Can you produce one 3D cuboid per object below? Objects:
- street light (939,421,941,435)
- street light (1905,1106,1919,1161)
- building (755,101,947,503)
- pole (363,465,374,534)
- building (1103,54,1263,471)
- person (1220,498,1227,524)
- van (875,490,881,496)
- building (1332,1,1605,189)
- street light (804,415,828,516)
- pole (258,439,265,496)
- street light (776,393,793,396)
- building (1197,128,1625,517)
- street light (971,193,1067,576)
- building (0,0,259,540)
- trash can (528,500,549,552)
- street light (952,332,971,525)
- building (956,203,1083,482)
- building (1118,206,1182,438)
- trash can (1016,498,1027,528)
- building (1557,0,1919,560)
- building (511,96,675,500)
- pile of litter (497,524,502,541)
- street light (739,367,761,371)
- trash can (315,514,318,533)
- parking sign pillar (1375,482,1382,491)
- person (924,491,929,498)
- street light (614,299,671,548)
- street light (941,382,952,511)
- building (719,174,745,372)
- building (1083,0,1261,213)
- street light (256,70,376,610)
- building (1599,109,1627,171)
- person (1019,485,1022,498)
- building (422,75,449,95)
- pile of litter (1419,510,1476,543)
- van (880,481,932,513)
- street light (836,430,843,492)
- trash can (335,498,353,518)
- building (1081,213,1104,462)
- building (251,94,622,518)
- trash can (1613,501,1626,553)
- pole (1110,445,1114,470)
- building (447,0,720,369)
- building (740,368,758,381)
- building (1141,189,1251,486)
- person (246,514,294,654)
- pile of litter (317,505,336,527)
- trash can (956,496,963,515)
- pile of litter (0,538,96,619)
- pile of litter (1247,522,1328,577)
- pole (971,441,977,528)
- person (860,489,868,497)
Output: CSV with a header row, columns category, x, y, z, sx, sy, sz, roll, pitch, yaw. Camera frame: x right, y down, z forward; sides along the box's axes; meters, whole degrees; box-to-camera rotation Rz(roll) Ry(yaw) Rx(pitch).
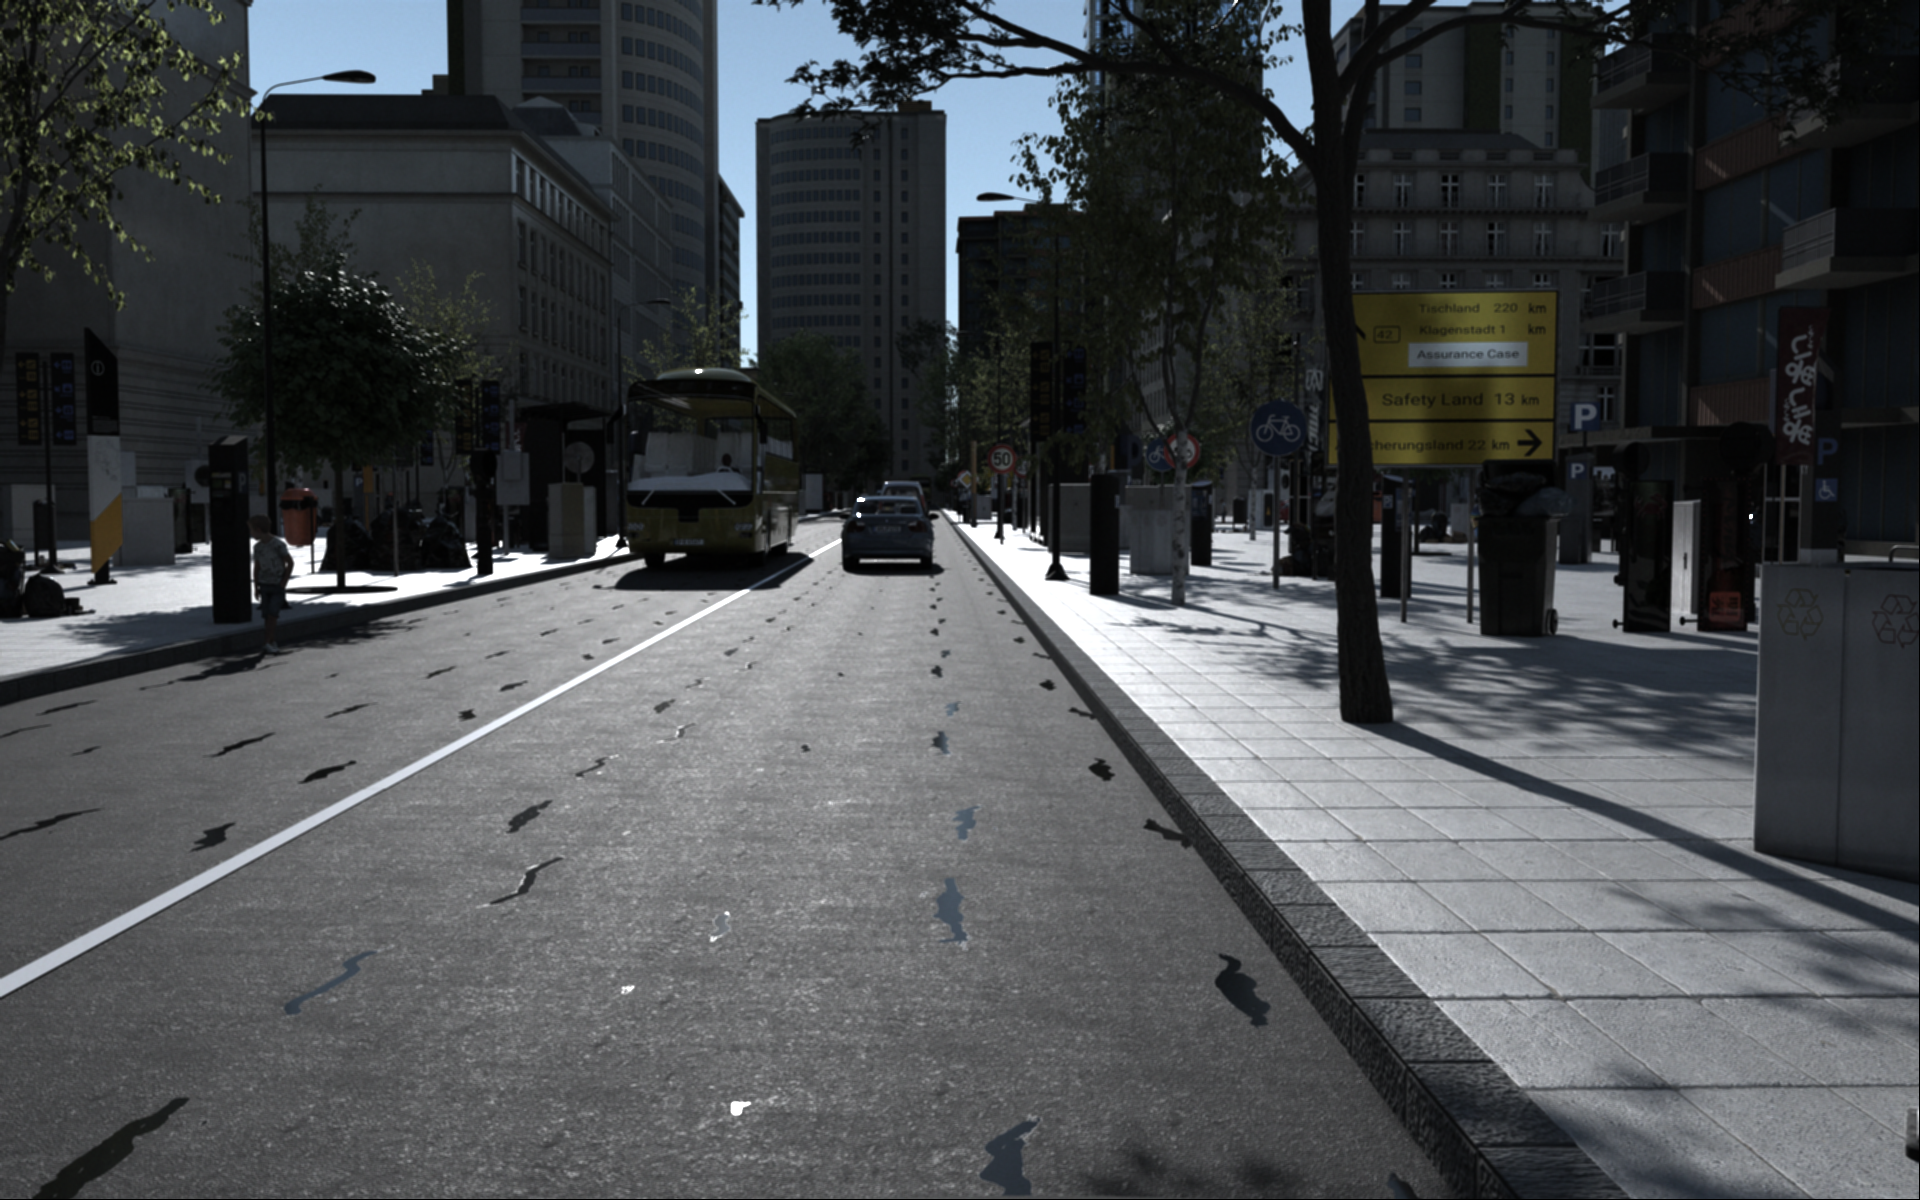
category,x,y,z,sx,sy,sz,roll,pitch,yaw
street light,-0.181,-7.037,87.596,1.470,5.913,1.316,0,4,-1
street light,1.472,-1.876,3.209,1.470,5.913,1.316,0,4,-1
building,-16.244,-44.049,262.193,28.212,58.520,21.231,0,4,-1
pole,-12.987,-2.701,37.997,0.158,3.312,0.155,0,3,0
building,20.557,-29.448,165.063,14.154,41.232,14.086,0,4,-1
person,11.717,-3.908,77.078,0.352,1.250,0.332,2,4,33
van,-7.446,-9.844,167.968,2.013,2.044,4.112,0,4,-3
building,59.308,-40.681,207.136,28.212,58.520,21.231,0,4,-1
street light,-8.634,-7.922,102.071,1.470,5.913,1.316,0,4,-1
pole,-25.955,-4.315,64.396,0.158,3.312,0.155,0,3,0
street light,-8.366,-6.564,79.870,1.470,5.913,1.316,0,4,-1
building,26.676,-15.841,100.797,24.055,21.916,13.314,0,4,-1
street light,0.958,-3.323,26.865,1.470,5.913,1.316,0,4,-1
building,-33.105,-13.201,52.001,21.152,22.565,11.583,0,4,-1
trash can,-9.317,-1.652,38.668,0.748,1.137,0.748,0,3,0
street light,0.584,-4.718,49.674,1.470,5.913,1.316,0,4,-1
building,12.283,-37.243,263.550,28.867,44.769,22.147,0,4,-1
building,22.011,-18.811,140.845,16.112,22.955,30.059,0,4,-1
trash can,2.353,-3.282,65.315,0.748,1.137,0.748,0,3,0
building,28.254,-23.626,40.909,22.147,44.769,28.867,0,4,-1
building,-30.349,-22.016,137.449,11.434,29.767,29.804,0,4,-1
pile of litter,-12.704,-2.102,48.325,1.176,0.858,1.719,0,4,3
street light,-8.008,-5.571,63.621,1.470,5.913,1.316,0,4,-1
trash can,-20.378,-2.592,54.040,0.748,1.137,0.748,0,3,0
parking sign pillar,20.948,-5.986,86.349,1.447,3.967,1.447,2,4,35
person,-3.769,-10.632,183.117,1.217,1.735,0.721,-2,4,-29
street light,-7.587,-4.213,41.422,1.470,5.913,1.316,0,4,-1
street light,0.047,-6.075,71.870,1.470,5.913,1.316,0,4,-1
building,-37.651,-31.081,200.057,23.993,40.220,32.217,0,4,-1
building,22.934,-54.303,200.523,22.319,86.520,31.000,0,4,-1
street light,-7.108,-2.850,19.144,1.470,5.913,1.316,0,4,-1
building,48.825,-17.239,99.883,19.932,24.808,12.078,0,4,-1
person,2.553,-4.089,75.167,0.447,1.846,0.655,-1,4,-14
building,-60.551,-35.555,205.033,21.600,48.544,21.300,0,4,-1
pile of litter,12.788,-1.929,45.510,1.719,0.858,1.176,0,4,-7
van,-1.945,-3.152,58.547,2.013,2.044,4.112,0,4,-1
street light,-9.085,-9.286,124.366,1.470,5.913,1.316,0,4,-1
trash can,-24.804,-3.552,69.732,0.748,1.137,0.748,0,3,0
building,19.315,-24.938,179.440,14.160,30.474,14.107,0,4,-1
building,-31.644,-16.787,107.751,16.112,22.955,30.059,0,4,-1
trash can,14.178,-1.527,36.622,0.748,1.137,0.748,0,3,0
pole,6.337,-4.780,71.997,0.158,3.312,0.155,0,3,0
building,-35.526,-38.273,167.755,21.231,58.520,28.212,0,4,-1
building,-45.215,-25.711,265.420,28.899,21.520,27.650,0,4,-1
building,18.550,-16.067,117.439,10.420,20.320,16.860,0,4,-1
person,-6.209,-0.148,15.607,0.352,1.250,0.332,-3,5,-45
pile of litter,-24.677,-3.290,67.764,1.719,0.858,1.176,-1,4,-17
trash can,0.100,-5.904,108.186,0.748,1.137,0.748,0,3,0
pile of litter,-10.074,-0.257,18.162,1.719,0.858,1.176,-1,4,-13
pile of litter,5.427,-0.816,27.300,1.719,0.858,1.176,3,4,38
pole,0.523,-4.433,66.321,0.158,3.312,0.155,0,3,0
person,-5.318,-5.430,97.957,0.731,1.740,0.598,0,4,5
